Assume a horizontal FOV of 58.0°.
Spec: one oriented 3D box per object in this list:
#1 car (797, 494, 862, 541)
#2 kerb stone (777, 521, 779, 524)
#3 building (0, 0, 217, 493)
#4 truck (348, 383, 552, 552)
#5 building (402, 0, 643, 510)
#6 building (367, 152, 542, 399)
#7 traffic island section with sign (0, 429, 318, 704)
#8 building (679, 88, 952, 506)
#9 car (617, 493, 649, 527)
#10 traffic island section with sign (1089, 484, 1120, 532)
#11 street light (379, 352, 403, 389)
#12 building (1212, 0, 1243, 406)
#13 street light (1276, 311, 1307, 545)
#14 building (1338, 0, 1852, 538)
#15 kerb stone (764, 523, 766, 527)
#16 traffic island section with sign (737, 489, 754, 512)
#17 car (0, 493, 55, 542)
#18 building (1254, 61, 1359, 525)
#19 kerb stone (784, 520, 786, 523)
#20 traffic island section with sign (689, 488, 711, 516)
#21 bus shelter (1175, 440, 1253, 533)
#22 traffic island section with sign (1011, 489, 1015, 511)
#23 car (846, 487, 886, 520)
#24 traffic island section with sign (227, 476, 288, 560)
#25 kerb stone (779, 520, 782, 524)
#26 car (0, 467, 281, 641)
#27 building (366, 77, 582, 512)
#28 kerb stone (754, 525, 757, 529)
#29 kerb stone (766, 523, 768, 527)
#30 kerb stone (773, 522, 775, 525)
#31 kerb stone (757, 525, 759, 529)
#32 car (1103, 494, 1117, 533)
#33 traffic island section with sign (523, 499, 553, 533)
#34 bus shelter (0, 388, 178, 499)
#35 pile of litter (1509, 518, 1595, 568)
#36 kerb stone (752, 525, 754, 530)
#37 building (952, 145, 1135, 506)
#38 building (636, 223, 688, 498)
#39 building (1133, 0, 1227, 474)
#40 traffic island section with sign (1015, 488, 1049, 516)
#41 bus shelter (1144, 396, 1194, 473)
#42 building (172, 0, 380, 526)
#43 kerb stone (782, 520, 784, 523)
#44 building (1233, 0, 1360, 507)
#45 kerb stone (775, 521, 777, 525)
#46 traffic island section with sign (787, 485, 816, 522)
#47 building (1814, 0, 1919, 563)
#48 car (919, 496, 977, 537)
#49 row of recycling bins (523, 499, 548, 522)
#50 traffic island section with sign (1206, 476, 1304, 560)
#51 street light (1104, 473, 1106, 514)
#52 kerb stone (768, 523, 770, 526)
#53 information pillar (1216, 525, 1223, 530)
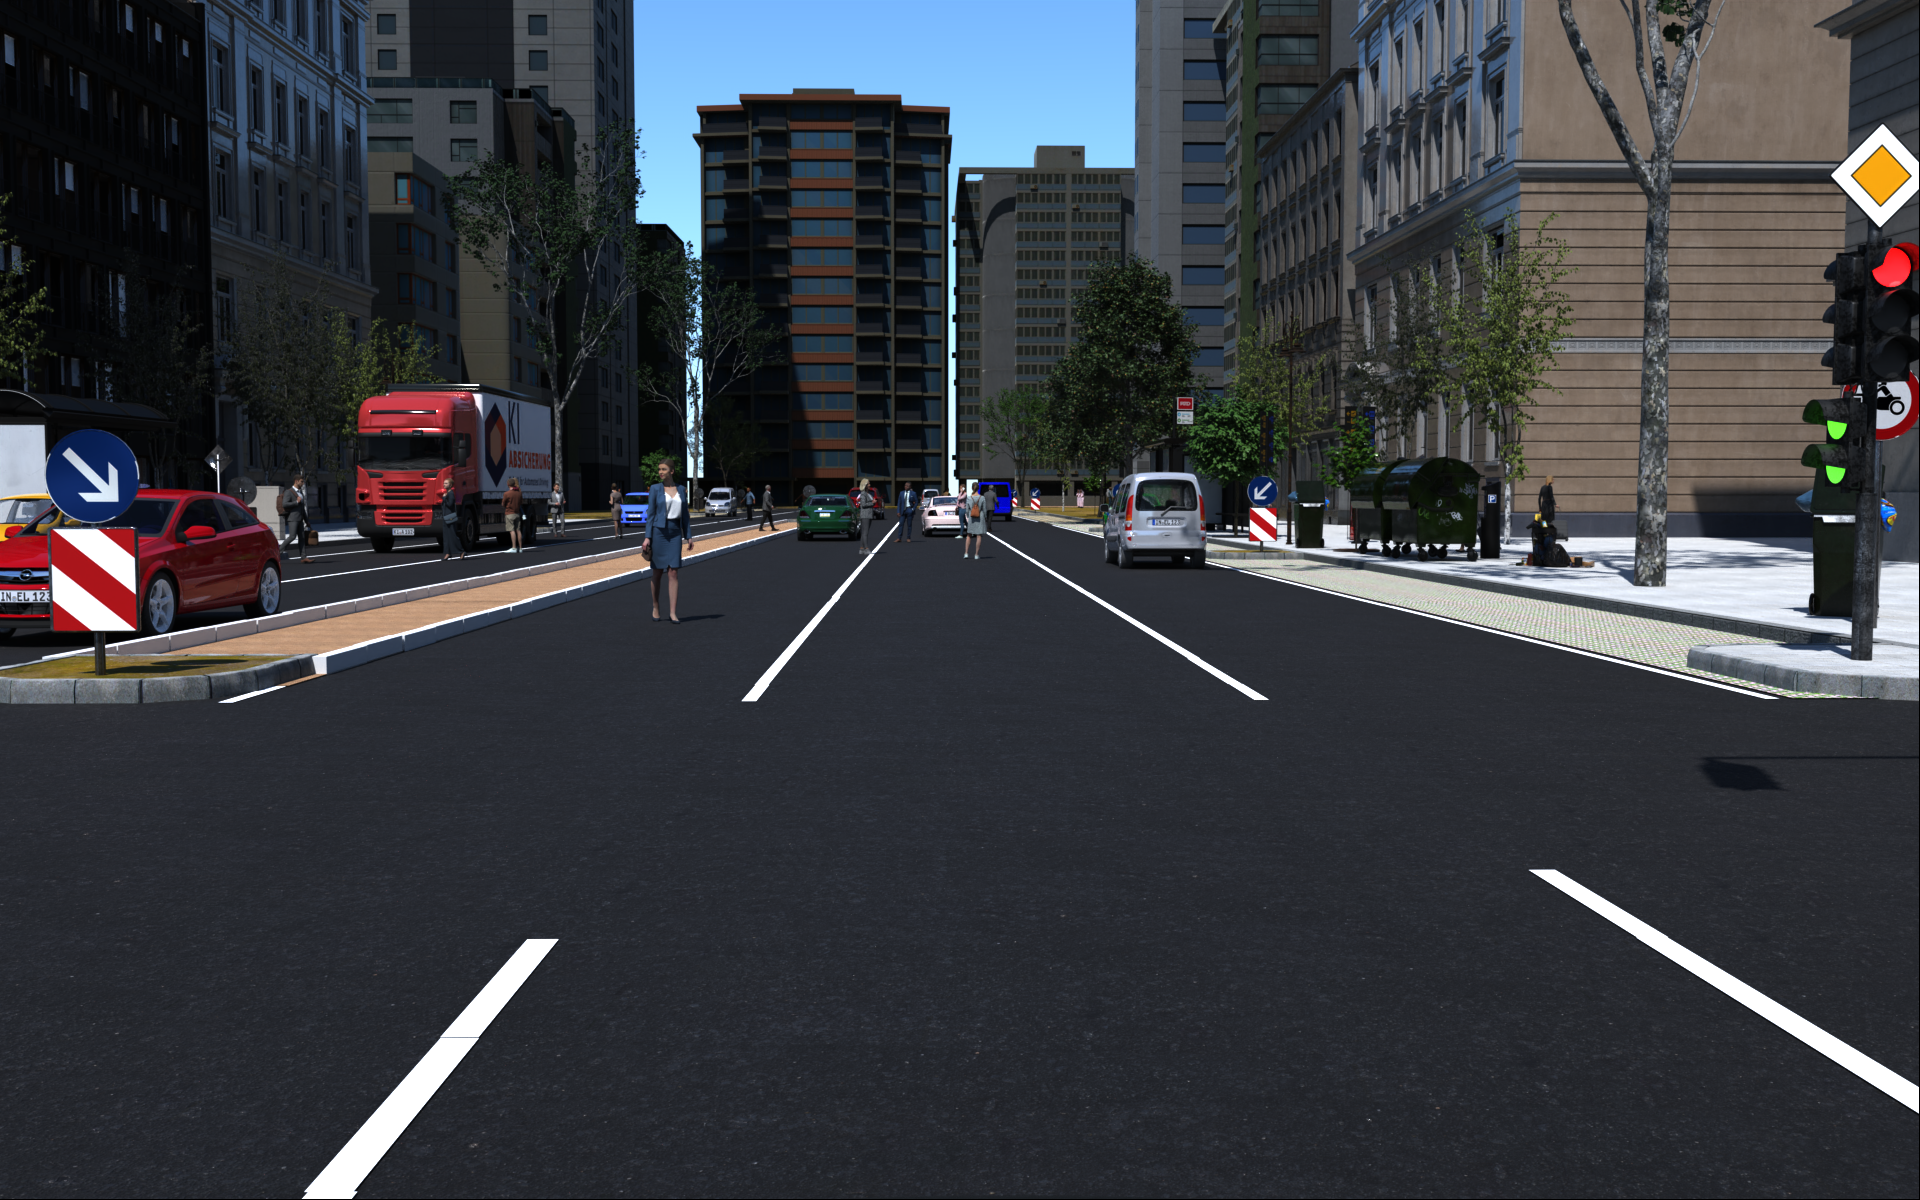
[{"bbox_3d":[-4.077,-2.607,54.430,2.131,1.459,4.920,0,4,0],"label":"car"},{"bbox_3d":[-8.570,-3.510,79.744,0.120,0.150,1.000,0,4,-1],"label":"kerb stone"},{"bbox_3d":[-32.669,-13.695,53.598,12.332,23.373,15.834,0,4,-1],"label":"building"},{"bbox_3d":[-13.354,-3.505,46.215,2.839,4.237,11.283,0,4,-1],"label":"truck"},{"bbox_3d":[-38.871,-43.212,144.766,20.611,71.187,20.563,0,4,-1],"label":"building"},{"bbox_3d":[-41.763,-15.717,102.014,27.650,21.520,28.899,0,4,-1],"label":"building"},{"bbox_3d":[-6.090,-0.284,12.786,2.006,1.907,1.989,0,4,-1],"label":"traffic island section with sign"},{"bbox_3d":[-15.398,-32.747,190.032,28.867,44.769,22.147,0,4,-1],"label":"building"},{"bbox_3d":[-14.004,-4.041,75.666,1.945,1.707,3.694,0,4,-3],"label":"car"},{"bbox_3d":[5.900,-3.477,65.475,1.989,1.847,2.006,0,4,-1],"label":"traffic island section with sign"},{"bbox_3d":[-18.484,-5.126,56.604,0.468,5.910,1.993,0,4,-1],"label":"street light"},{"bbox_3d":[31.092,-25.977,116.603,32.217,40.220,23.993,0,4,-1],"label":"building"},{"bbox_3d":[8.382,-4.351,43.932,0.468,5.910,1.993,0,4,-1],"label":"street light"},{"bbox_3d":[22.273,-16.763,59.976,13.634,28.700,20.117,0,4,-1],"label":"building"},{"bbox_3d":[-8.441,-3.144,73.592,0.120,0.150,1.000,0,4,-1],"label":"kerb stone"},{"bbox_3d":[-17.964,-8.181,142.386,1.989,1.847,2.006,0,4,-1],"label":"traffic island section with sign"},{"bbox_3d":[-15.812,-1.190,29.685,2.015,1.641,3.980,0,4,-1],"label":"car"},{"bbox_3d":[20.069,-14.107,79.792,9.793,20.994,18.267,0,4,-1],"label":"building"},{"bbox_3d":[-8.668,-3.772,83.863,0.120,0.150,1.000,0,4,-1],"label":"kerb stone"},{"bbox_3d":[-17.383,-6.529,115.375,1.989,1.847,2.006,0,4,-1],"label":"traffic island section with sign"},{"bbox_3d":[8.601,-3.925,58.093,2.014,3.302,5.546,0,4,-1],"label":"bus shelter"},{"bbox_3d":[4.254,-8.192,142.569,1.989,1.847,2.006,0,4,-1],"label":"traffic island section with sign"},{"bbox_3d":[-5.350,-5.434,97.522,2.281,1.827,5.304,0,4,1],"label":"car"},{"bbox_3d":[-15.742,-1.768,37.535,1.989,1.847,2.006,0,4,-1],"label":"traffic island section with sign"},{"bbox_3d":[-8.613,-3.646,81.803,0.120,0.150,1.000,0,4,-1],"label":"kerb stone"},{"bbox_3d":[-8.715,-0.563,18.248,2.155,1.783,4.494,0,4,-1],"label":"car"},{"bbox_3d":[-35.631,-21.529,123.698,14.160,30.474,14.107,0,4,-1],"label":"building"},{"bbox_3d":[-8.351,-2.892,69.482,0.120,0.150,1.000,0,4,-1],"label":"kerb stone"},{"bbox_3d":[-8.466,-3.206,74.614,0.120,0.150,1.000,0,4,-1],"label":"kerb stone"},{"bbox_3d":[-8.526,-3.394,77.687,0.120,0.150,1.000,0,4,-1],"label":"kerb stone"},{"bbox_3d":[-8.379,-2.955,70.515,0.120,0.150,1.000,0,4,-1],"label":"kerb stone"},{"bbox_3d":[5.847,-3.028,58.301,1.959,1.807,4.718,0,4,-1],"label":"car"},{"bbox_3d":[-16.325,-3.468,65.327,1.989,1.847,2.006,0,4,-1],"label":"traffic island section with sign"},{"bbox_3d":[-18.431,-2.574,36.010,2.014,3.302,5.546,0,4,-1],"label":"bus shelter"},{"bbox_3d":[10.554,-1.032,30.842,1.176,0.858,1.719,-1,4,-10],"label":"pile of litter"},{"bbox_3d":[-8.336,-2.829,68.447,0.120,0.150,1.000,0,4,-1],"label":"kerb stone"},{"bbox_3d":[11.216,-30.817,195.746,23.993,40.220,32.217,0,4,-1],"label":"building"},{"bbox_3d":[-37.295,-25.383,186.719,14.107,30.474,14.160,0,4,-1],"label":"building"},{"bbox_3d":[24.904,-36.696,141.973,21.231,58.520,28.212,0,4,-1],"label":"building"},{"bbox_3d":[4.853,-6.514,115.134,1.989,1.847,2.006,0,4,-1],"label":"traffic island section with sign"},{"bbox_3d":[8.611,-5.586,68.969,2.179,5.291,8.768,0,4,-1],"label":"bus shelter"},{"bbox_3d":[-33.619,-17.459,71.366,13.634,28.700,20.117,0,4,-1],"label":"building"},{"bbox_3d":[-8.638,-3.708,82.829,0.120,0.150,1.000,0,4,-1],"label":"kerb stone"},{"bbox_3d":[22.459,-19.939,97.699,14.160,30.474,14.107,0,4,-1],"label":"building"},{"bbox_3d":[-8.552,-3.457,78.717,0.120,0.150,1.000,0,4,-1],"label":"kerb stone"},{"bbox_3d":[-7.693,-4.879,87.908,2.006,1.907,1.989,0,4,-1],"label":"traffic island section with sign"},{"bbox_3d":[28.987,-14.730,28.229,23.554,28.519,14.401,0,4,-1],"label":"building"},{"bbox_3d":[-0.349,-2.873,59.332,2.083,1.381,4.827,0,4,-3],"label":"car"},{"bbox_3d":[-19.669,-4.477,80.309,1.069,1.692,3.534,0,4,-7],"label":"row of recycling bins"},{"bbox_3d":[6.475,-1.829,38.526,1.989,1.847,2.006,0,4,-1],"label":"traffic island section with sign"},{"bbox_3d":[7.392,-7.053,88.109,0.468,5.910,1.993,0,4,-1],"label":"street light"},{"bbox_3d":[-8.504,-3.332,76.665,0.120,0.150,1.000,0,4,-1],"label":"kerb stone"},{"bbox_3d":[9.371,-3.521,62.058,0.304,2.012,0.304,0,4,-3],"label":"information pillar"}]
